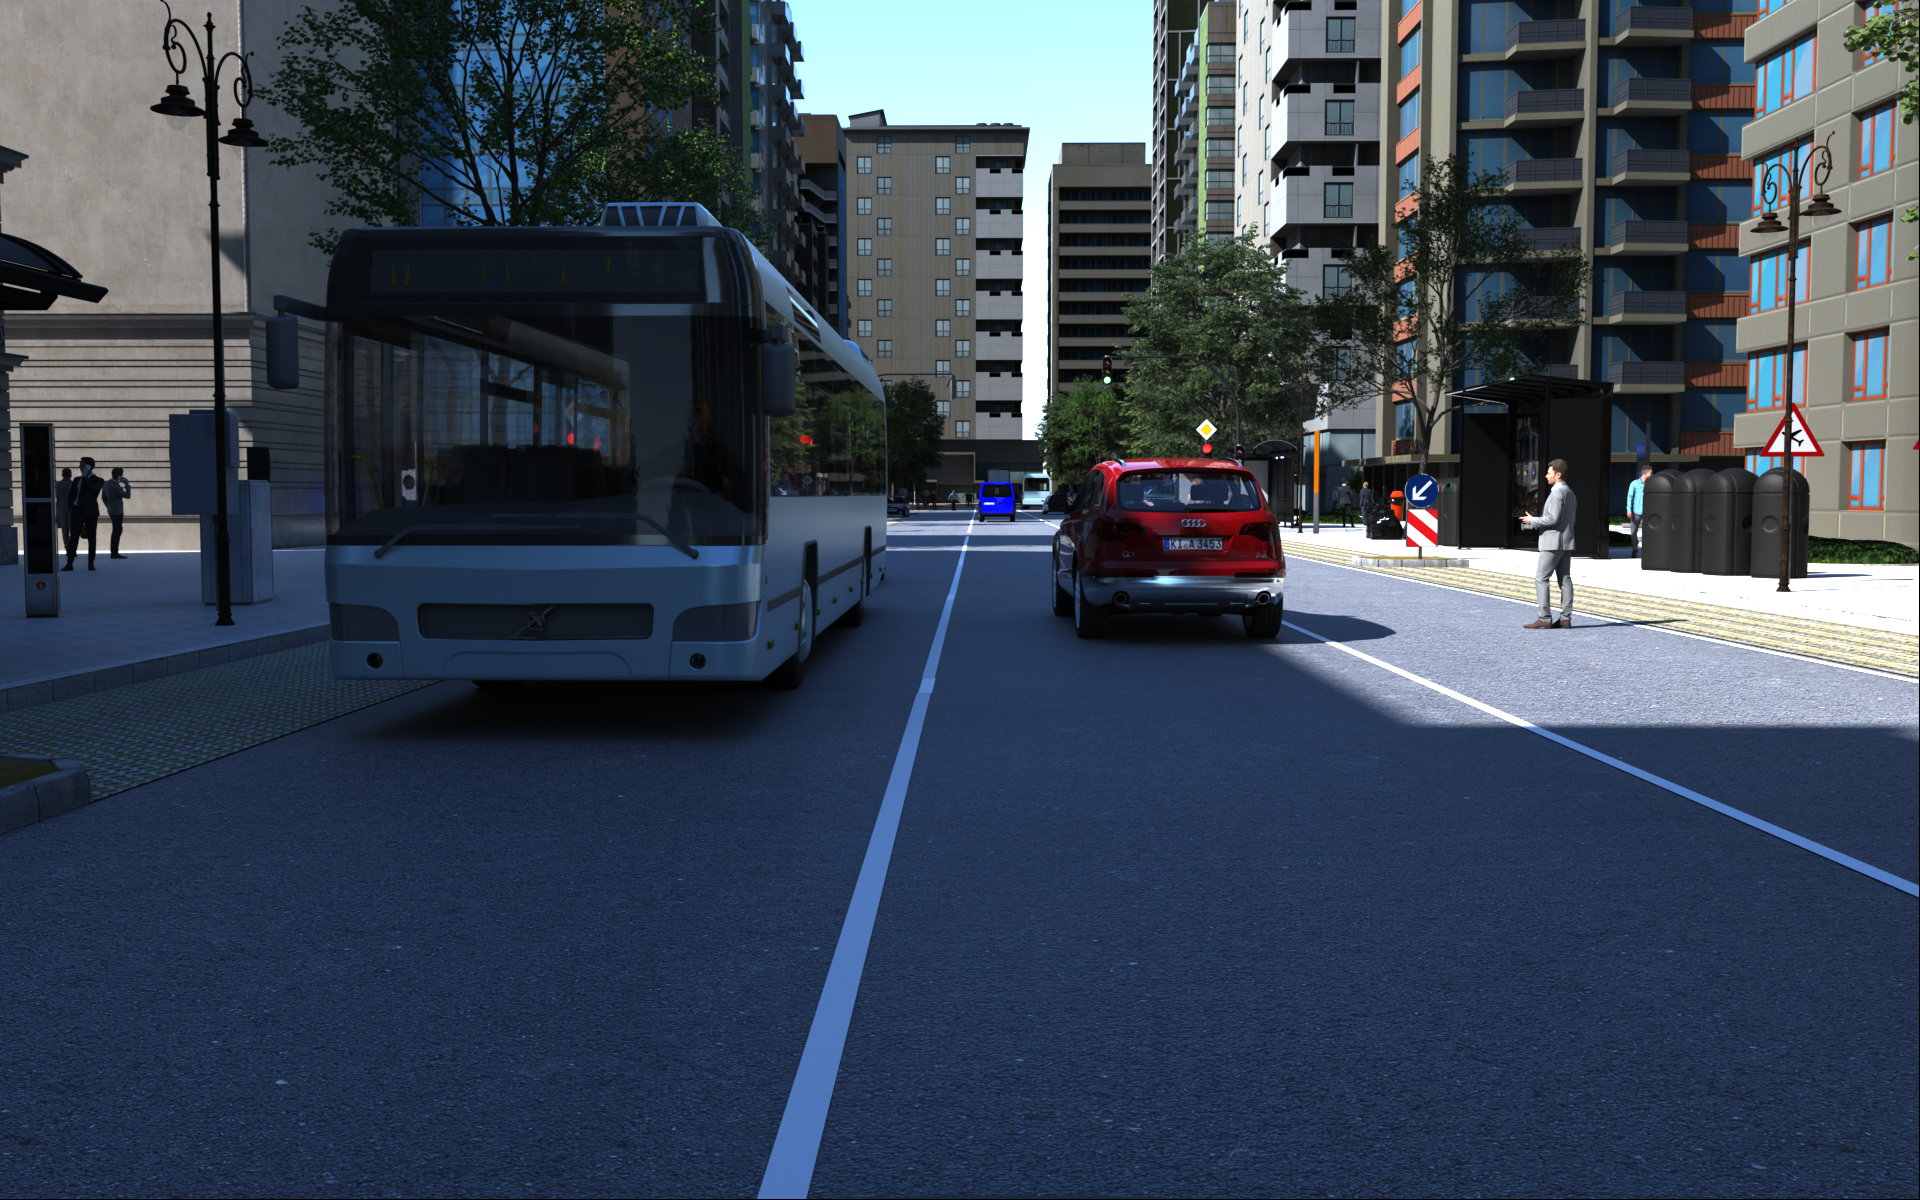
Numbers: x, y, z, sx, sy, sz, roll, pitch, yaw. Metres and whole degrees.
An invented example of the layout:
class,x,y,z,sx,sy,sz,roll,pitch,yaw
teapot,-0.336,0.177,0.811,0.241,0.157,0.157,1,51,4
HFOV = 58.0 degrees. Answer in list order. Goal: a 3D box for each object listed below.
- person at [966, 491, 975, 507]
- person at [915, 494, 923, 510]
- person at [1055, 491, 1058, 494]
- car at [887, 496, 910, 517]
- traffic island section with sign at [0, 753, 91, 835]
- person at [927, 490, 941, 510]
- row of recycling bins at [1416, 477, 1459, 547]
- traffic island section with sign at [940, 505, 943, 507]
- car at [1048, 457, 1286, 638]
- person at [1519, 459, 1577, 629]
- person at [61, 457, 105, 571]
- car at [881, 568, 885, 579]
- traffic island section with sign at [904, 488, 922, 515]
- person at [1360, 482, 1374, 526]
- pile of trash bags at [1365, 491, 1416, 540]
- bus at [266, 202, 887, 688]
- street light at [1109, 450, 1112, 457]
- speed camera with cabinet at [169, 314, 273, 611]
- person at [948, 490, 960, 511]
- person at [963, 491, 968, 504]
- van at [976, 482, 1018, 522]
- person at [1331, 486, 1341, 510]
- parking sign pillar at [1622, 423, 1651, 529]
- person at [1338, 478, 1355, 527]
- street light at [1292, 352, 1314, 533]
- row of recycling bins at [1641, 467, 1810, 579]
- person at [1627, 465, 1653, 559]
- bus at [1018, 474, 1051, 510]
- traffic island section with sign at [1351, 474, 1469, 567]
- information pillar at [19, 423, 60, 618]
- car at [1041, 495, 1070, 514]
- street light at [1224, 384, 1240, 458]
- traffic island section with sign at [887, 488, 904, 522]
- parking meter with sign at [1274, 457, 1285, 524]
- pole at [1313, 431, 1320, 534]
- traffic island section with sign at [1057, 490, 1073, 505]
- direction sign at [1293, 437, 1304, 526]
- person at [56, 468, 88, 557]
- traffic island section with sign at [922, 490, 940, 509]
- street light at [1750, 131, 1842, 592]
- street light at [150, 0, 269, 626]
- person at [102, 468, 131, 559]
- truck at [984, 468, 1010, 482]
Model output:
class,x,y,z,sx,sy,sz,roll,pitch,yaw
person,1.118,-10.976,188.515,0.990,1.755,0.434,-1,4,-8
person,-3.644,-8.605,152.408,0.599,1.433,0.991,-3,5,-42
person,9.502,-9.863,170.423,0.621,1.740,0.551,3,5,41
car,-4.098,-5.858,108.360,1.945,1.354,3.894,0,4,2
traffic island section with sign,-5.025,0.067,7.528,1.989,1.847,2.006,0,4,1
person,-2.281,-8.772,152.444,1.217,1.766,0.721,1,4,17
row of recycling bins,12.367,-2.244,43.808,1.069,1.692,3.534,0,4,2
traffic island section with sign,-2.872,-11.409,195.168,1.989,1.847,2.006,0,4,1
car,2.139,-0.619,18.788,2.281,1.827,5.304,0,4,-1
person,6.300,-0.601,18.523,0.583,1.804,0.606,2,4,34
person,-14.676,-1.443,28.990,0.648,1.900,0.474,0,4,-5
car,-2.200,-1.158,27.730,1.959,1.807,4.718,0,4,2
traffic island section with sign,-3.772,-6.634,117.090,1.989,1.847,2.006,0,4,1
person,16.513,-3.905,70.307,0.576,1.772,0.534,-1,4,-17
pile of trash bags,12.668,-2.461,49.985,1.912,1.369,3.447,1,4,11
bus,-2.329,-1.267,15.580,2.948,3.499,13.247,0,4,1
street light,12.118,-10.212,139.761,0.468,5.910,1.993,0,4,1
speed camera with cabinet,-8.434,-1.556,19.781,0.660,3.252,2.038,0,4,-8
person,-0.546,-8.630,149.588,1.348,1.826,0.705,-3,5,-44
person,0.861,-12.145,207.584,1.217,1.766,0.721,-1,4,-14
van,1.944,-5.266,90.486,2.240,2.365,5.245,0,4,1
person,23.830,-6.323,109.914,0.515,1.767,0.782,-1,4,-12
parking sign pillar,25.619,-4.675,64.910,1.447,3.967,1.447,1,4,22
person,14.926,-3.761,66.898,0.648,1.900,0.474,1,4,23
street light,11.164,-5.127,56.622,0.468,5.910,1.993,0,4,1
row of recycling bins,12.225,-1.268,27.846,1.069,1.692,3.534,-1,4,-13
person,13.482,-1.727,34.144,0.638,1.841,0.748,1,4,21
bus,7.060,-10.286,163.032,2.948,3.499,13.247,0,4,1
traffic island section with sign,8.900,-1.584,34.522,1.989,1.847,2.006,0,4,1
information pillar,-9.567,-0.827,18.015,0.304,2.012,0.304,-2,4,-24
car,6.825,-6.769,123.035,2.083,1.381,4.827,0,4,1
street light,11.347,-6.095,72.449,0.468,5.910,1.993,0,4,1
traffic island section with sign,-4.077,-4.985,90.137,1.989,1.847,2.006,0,4,1
parking meter with sign,13.189,-4.759,74.067,1.738,3.016,0.543,-3,5,-44
pole,11.512,-3.795,55.887,0.158,3.312,0.155,0,3,0
traffic island section with sign,10.410,-9.678,166.855,1.989,1.847,2.006,0,4,1
direction sign,13.514,-4.729,69.308,0.379,3.537,0.876,3,4,38
person,-18.243,-1.797,35.521,0.694,1.812,0.767,-1,4,-14
traffic island section with sign,-3.203,-9.715,167.475,1.989,1.847,2.006,0,4,1
street light,10.821,-3.045,22.578,0.468,5.910,1.993,0,4,1
street light,-7.199,-2.691,16.787,0.468,5.910,1.993,0,4,1
person,-16.770,-1.727,34.460,0.473,1.802,0.592,-3,4,-37
truck,3.988,-12.320,190.351,2.839,4.237,11.283,0,4,-1
